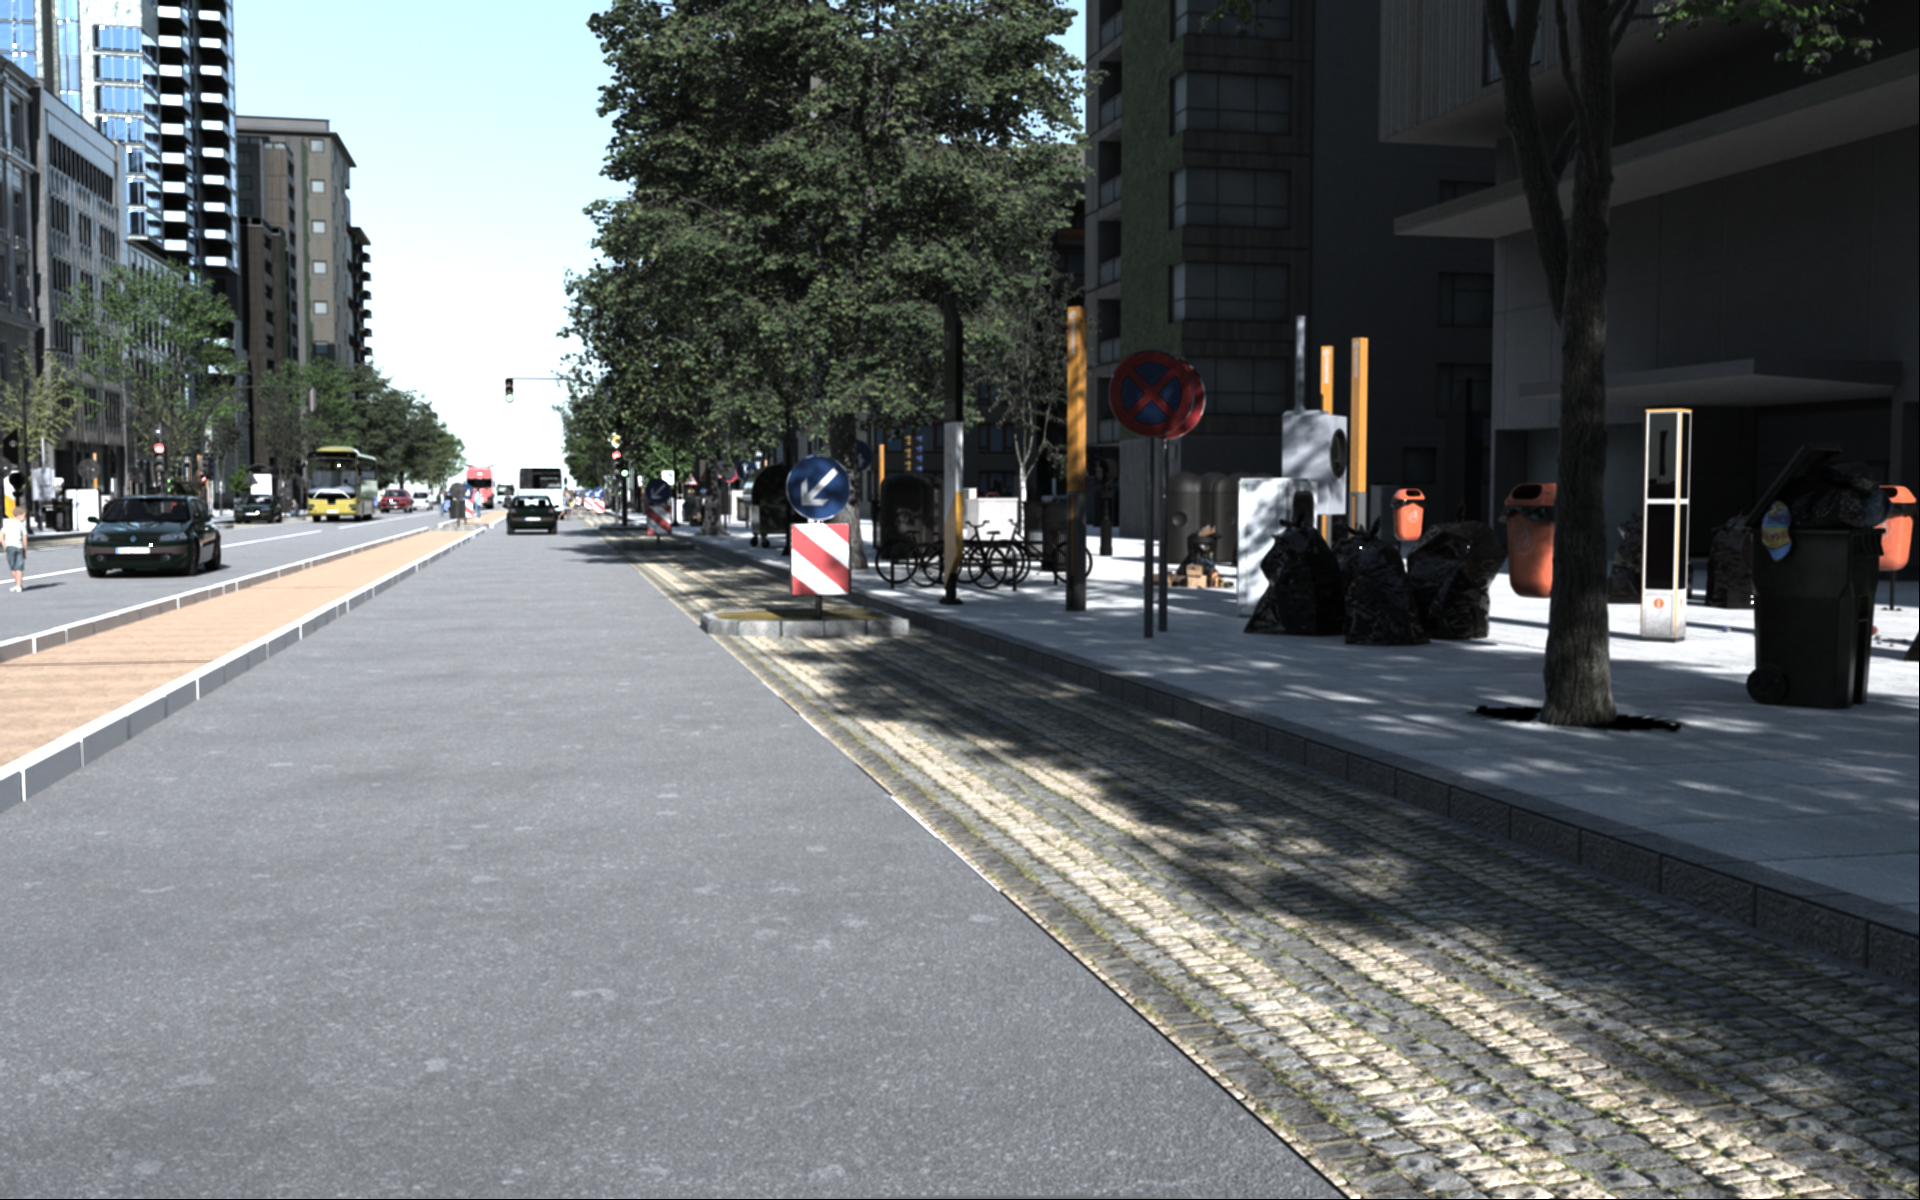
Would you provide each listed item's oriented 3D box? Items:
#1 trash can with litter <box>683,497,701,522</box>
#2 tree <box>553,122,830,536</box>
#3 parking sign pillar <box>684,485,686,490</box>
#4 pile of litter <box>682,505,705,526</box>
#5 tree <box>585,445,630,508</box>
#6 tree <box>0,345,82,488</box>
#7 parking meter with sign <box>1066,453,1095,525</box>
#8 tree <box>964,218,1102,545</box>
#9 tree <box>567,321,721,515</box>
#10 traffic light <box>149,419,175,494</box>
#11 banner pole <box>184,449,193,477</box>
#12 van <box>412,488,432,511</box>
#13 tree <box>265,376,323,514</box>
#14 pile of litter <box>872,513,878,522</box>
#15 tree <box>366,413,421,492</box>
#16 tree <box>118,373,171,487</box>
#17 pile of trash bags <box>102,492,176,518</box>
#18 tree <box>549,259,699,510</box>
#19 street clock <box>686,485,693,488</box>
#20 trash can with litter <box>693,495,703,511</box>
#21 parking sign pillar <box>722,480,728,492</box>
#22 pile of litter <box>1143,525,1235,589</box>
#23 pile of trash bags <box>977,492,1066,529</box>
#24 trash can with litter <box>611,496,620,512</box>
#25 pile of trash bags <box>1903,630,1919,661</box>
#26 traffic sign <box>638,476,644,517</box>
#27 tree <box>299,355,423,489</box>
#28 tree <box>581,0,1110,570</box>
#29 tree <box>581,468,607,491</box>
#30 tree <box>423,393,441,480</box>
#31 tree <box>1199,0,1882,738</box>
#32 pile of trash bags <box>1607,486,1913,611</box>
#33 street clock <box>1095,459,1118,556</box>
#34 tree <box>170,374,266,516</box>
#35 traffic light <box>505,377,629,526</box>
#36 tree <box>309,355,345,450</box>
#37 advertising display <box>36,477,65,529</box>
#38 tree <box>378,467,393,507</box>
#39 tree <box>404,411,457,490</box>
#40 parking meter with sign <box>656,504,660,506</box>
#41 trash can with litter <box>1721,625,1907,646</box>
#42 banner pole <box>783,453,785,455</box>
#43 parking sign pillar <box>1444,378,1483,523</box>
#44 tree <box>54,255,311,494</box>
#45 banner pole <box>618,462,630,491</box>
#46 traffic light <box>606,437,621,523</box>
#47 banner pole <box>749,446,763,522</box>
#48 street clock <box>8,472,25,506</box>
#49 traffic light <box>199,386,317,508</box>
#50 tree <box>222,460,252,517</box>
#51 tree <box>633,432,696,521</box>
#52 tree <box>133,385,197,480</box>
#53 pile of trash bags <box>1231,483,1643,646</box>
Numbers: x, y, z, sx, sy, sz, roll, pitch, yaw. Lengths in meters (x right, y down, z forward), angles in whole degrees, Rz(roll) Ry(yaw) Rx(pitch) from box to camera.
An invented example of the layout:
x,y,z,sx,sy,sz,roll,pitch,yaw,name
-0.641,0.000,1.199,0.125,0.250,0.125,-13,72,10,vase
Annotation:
x,y,z,sx,sy,sz,roll,pitch,yaw,name
-12.094,-4.106,78.521,0.624,1.170,1.055,-3,5,-45,trash can with litter
-7.787,-8.342,53.399,9.611,12.733,9.660,0,3,0,tree
-20.465,-8.505,127.533,1.447,3.967,1.447,0,4,-1,parking sign pillar
-10.356,-3.396,69.487,1.719,0.858,1.176,-1,4,-19,pile of litter
-30.342,-12.513,154.949,4.360,8.622,3.978,0,3,0,tree
-45.056,-8.216,84.687,4.737,8.622,4.395,0,3,0,tree
5.316,-4.681,72.788,1.738,3.016,0.543,0,4,1,parking meter with sign
1.578,-5.654,42.810,4.360,8.622,3.978,0,3,0,tree
-16.028,-9.635,91.941,8.767,10.594,7.601,1,4,11,tree
-29.762,-4.629,64.603,0.839,4.253,0.868,-1,4,-13,traffic light
-42.900,-6.508,96.422,0.863,3.779,0.401,2,4,26,banner pole
-47.227,-8.864,151.940,2.013,2.044,4.112,-1,4,-12,van
-42.385,-9.681,108.653,4.360,8.622,3.978,0,3,0,tree
-3.351,-3.992,79.233,1.176,0.858,1.719,3,5,44,pile of litter
-61.990,-15.483,187.562,8.767,10.594,7.601,1,4,19,tree
-49.091,-9.519,105.997,4.360,8.622,3.978,0,3,0,tree
-40.456,-4.632,85.482,3.447,1.369,1.912,-2,4,-29,pile of trash bags
-26.129,-17.241,137.772,12.611,20.169,13.585,0,3,0,tree
-18.553,-6.978,118.654,0.471,2.002,0.358,-1,4,-10,street clock
-14.702,-5.101,94.462,2.233,1.210,1.678,-2,4,-26,trash can with litter
-20.165,-9.821,149.046,1.447,3.967,1.447,-1,4,-18,parking sign pillar
3.196,-0.626,24.202,1.176,0.858,1.719,-1,4,-8,pile of litter
2.450,-3.321,64.050,3.447,1.369,1.912,2,4,30,pile of trash bags
-25.126,-7.052,126.694,0.624,1.170,1.055,-2,4,-30,trash can with litter
8.415,-0.146,12.139,1.912,1.369,3.447,-1,4,-10,pile of trash bags
-17.947,-5.878,98.235,0.606,2.300,0.079,-1,4,-9,traffic sign
-55.015,-15.377,158.072,9.857,13.997,8.962,0,3,0,tree
-1.918,-7.488,29.082,9.857,13.997,8.962,0,3,0,tree
-45.047,-14.082,213.956,4.285,4.588,4.351,0,3,0,tree
-65.482,-18.089,202.408,9.857,13.997,8.962,0,3,0,tree
3.291,-5.115,9.392,9.928,11.665,9.643,0,3,0,tree
9.154,-0.624,19.948,1.912,1.369,3.447,-3,5,-44,pile of trash bags
3.030,-1.915,35.880,0.358,2.002,0.471,-2,4,-32,street clock
-43.660,-9.269,101.906,4.360,8.622,3.978,0,3,0,tree
-15.323,-5.701,67.879,4.771,5.953,1.251,-1,4,-13,traffic light
-48.501,-12.447,129.260,9.928,11.665,9.643,0,3,0,tree
-33.847,-3.623,64.453,0.974,1.923,0.123,-2,4,-35,advertising display
-59.233,-11.728,175.464,4.285,4.588,4.351,0,3,0,tree
-72.900,-19.523,237.325,7.486,12.596,7.792,0,3,0,tree
-17.548,-6.440,101.553,0.543,3.016,1.738,0,4,3,parking meter with sign
7.868,-0.288,15.763,1.678,1.210,2.233,2,4,29,trash can with litter
-10.409,-6.994,104.372,0.863,3.779,0.401,2,4,34,banner pole
11.887,-3.208,40.928,1.447,3.967,1.447,0,4,-5,parking sign pillar
-35.335,-9.225,76.581,9.928,11.665,9.643,0,3,0,tree
-22.789,-7.759,116.881,0.863,3.779,0.401,-1,4,-14,banner pole
-15.146,-5.342,76.269,0.839,4.253,0.868,-1,4,-13,traffic light
-9.348,-5.430,78.794,0.863,3.779,0.401,-1,4,-8,banner pole
-31.510,-3.263,57.923,0.358,2.002,0.471,2,4,25,street clock
-29.585,-6.007,72.887,4.771,5.953,1.251,-1,4,-13,traffic light
-40.433,-6.301,97.617,1.663,3.219,1.824,0,3,0,tree
-14.131,-6.064,82.867,4.285,4.588,4.351,0,3,0,tree
-52.896,-10.094,115.405,4.737,8.622,4.395,0,3,0,tree
4.064,-0.334,15.210,1.912,1.369,3.447,-2,4,-26,pile of trash bags
